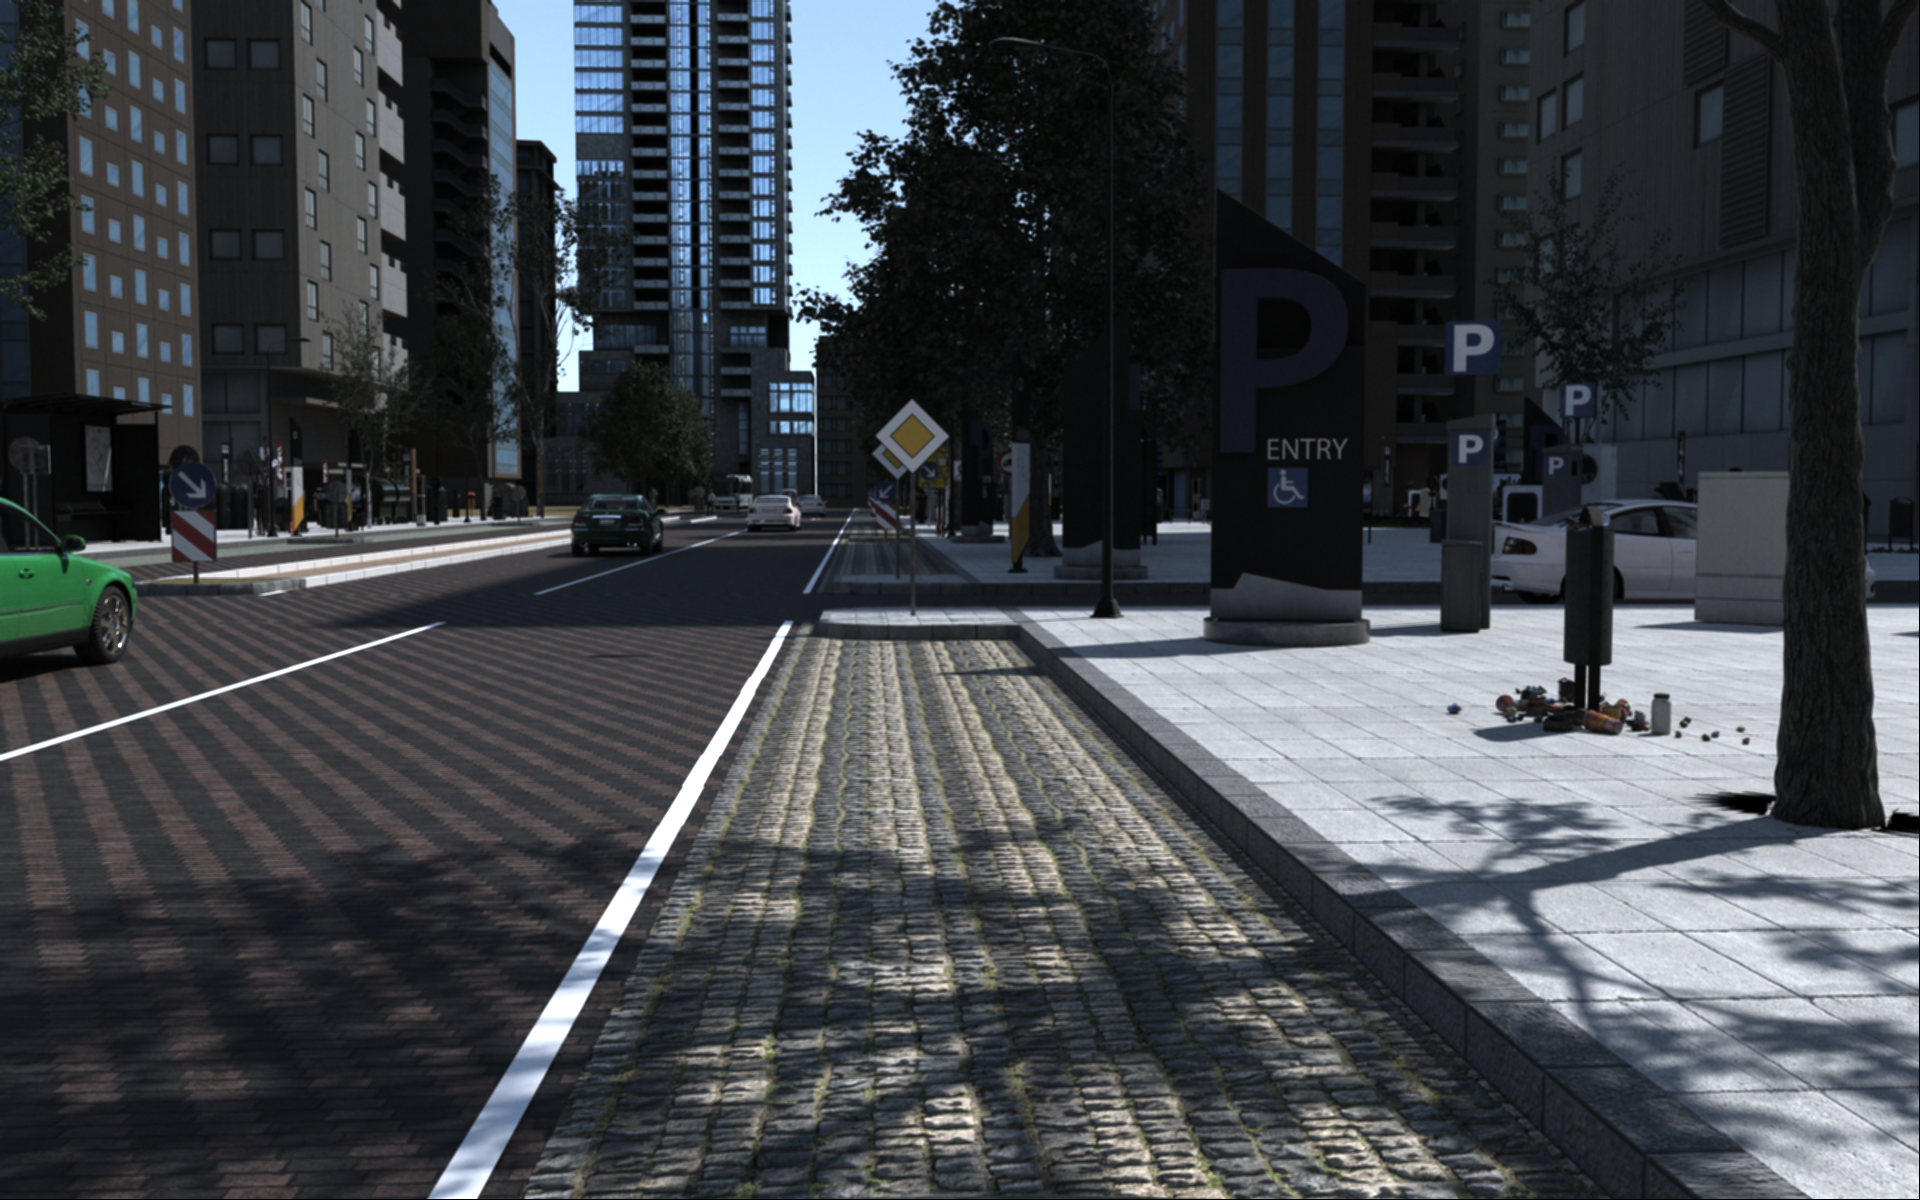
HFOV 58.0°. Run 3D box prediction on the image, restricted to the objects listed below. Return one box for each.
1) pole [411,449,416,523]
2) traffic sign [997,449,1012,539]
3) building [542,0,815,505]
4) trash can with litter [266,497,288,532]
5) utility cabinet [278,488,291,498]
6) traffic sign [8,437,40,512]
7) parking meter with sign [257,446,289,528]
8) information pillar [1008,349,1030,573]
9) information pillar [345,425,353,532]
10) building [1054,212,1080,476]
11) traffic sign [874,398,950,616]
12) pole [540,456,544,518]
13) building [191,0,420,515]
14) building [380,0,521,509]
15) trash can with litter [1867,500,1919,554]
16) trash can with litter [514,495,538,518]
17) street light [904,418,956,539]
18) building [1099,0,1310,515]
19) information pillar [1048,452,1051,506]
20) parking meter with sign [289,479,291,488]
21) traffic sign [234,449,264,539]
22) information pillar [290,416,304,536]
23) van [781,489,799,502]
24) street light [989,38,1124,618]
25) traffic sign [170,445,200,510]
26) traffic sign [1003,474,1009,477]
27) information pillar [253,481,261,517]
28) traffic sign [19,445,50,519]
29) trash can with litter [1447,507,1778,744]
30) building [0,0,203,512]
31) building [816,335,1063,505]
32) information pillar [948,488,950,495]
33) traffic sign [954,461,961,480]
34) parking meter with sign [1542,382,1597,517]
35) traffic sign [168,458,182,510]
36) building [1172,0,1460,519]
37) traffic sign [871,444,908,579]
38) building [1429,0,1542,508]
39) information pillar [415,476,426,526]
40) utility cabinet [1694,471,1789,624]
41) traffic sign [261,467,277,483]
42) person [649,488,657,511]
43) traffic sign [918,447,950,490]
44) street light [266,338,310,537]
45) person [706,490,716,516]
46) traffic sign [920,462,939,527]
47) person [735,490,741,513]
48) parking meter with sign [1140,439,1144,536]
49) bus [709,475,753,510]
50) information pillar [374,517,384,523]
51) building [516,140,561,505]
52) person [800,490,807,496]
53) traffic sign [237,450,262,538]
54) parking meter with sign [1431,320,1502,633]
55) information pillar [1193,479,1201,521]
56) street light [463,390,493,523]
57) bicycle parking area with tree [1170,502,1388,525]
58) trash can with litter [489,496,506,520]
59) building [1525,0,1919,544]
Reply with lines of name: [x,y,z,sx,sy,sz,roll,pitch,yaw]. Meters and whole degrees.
pole: [-24.521,-5.133,77.773,0.158,3.312,0.155,0,3,0]
traffic sign: [1.431,-2.999,49.139,0.768,2.556,0.104,0,3,0]
building: [-33.122,-54.672,206.562,31.000,86.520,22.319,0,4,-3]
trash can with litter: [-23.022,-2.884,58.541,0.624,1.170,1.055,0,4,6]
utility cabinet: [-35.716,-5.060,91.416,1.173,1.500,0.318,-2,4,-32]
traffic sign: [-20.935,-2.368,38.821,0.768,2.556,0.104,0,4,-2]
parking meter with sign: [-25.434,-4.144,64.012,0.543,3.016,1.738,-1,4,-8]
information pillar: [0.983,-2.257,28.249,0.183,3.616,0.504,2,4,30]
information pillar: [-20.728,-4.122,58.746,0.183,3.616,0.504,-2,4,-28]
building: [25.504,-38.233,214.347,27.495,52.752,28.713,0,4,-3]
traffic sign: [-0.500,-0.890,18.194,0.795,2.450,0.064,0,4,-3]
pole: [-22.438,-6.060,92.916,0.158,3.312,0.155,0,3,0]
building: [-52.275,-31.943,111.507,28.713,52.752,27.495,0,4,-3]
building: [-47.770,-30.800,153.697,14.200,45.320,14.600,0,4,-3]
trash can with litter: [20.429,-1.655,38.120,1.678,1.210,2.233,-2,4,-26]
trash can with litter: [-23.948,-5.117,94.720,1.678,1.210,2.233,0,4,0]
street light: [-0.772,-4.711,49.564,1.470,5.913,1.316,0,4,-3]
building: [16.780,-29.306,129.264,14.600,45.320,14.200,0,4,-3]
information pillar: [3.497,-4.910,71.635,0.504,3.616,0.183,1,4,18]
parking meter with sign: [-32.991,-5.436,85.144,1.738,3.016,0.543,1,4,16]
traffic sign: [-20.329,-3.028,49.508,0.884,2.594,0.081,0,4,4]
information pillar: [-20.129,-3.743,52.551,0.183,3.616,0.504,1,4,13]
van: [-15.573,-9.264,158.485,2.013,2.044,4.112,0,4,-3]
street light: [0.992,-2.771,17.841,1.470,5.913,1.316,0,4,-3]
traffic sign: [-20.215,-2.757,45.180,0.768,2.556,0.104,0,4,0]
traffic sign: [1.537,-3.172,51.965,0.768,2.556,0.104,0,4,2]
information pillar: [-38.689,-5.556,95.327,0.304,2.012,0.304,1,4,19]
traffic sign: [-19.356,-2.087,36.257,0.606,2.300,0.079,0,4,-2]
trash can with litter: [3.695,0.062,10.038,1.678,1.210,2.233,1,4,12]
building: [-45.286,-26.298,80.083,14.600,45.320,14.200,0,4,-3]
building: [-2.807,-22.494,212.812,28.899,21.520,27.650,0,4,-3]
information pillar: [-0.370,-5.518,81.575,0.504,3.616,0.183,1,4,10]
traffic sign: [0.108,-3.108,52.943,0.606,2.300,0.079,0,4,-2]
parking meter with sign: [9.209,-1.853,26.563,0.543,3.016,1.738,3,4,36]
traffic sign: [-23.793,-3.225,52.828,0.768,2.556,0.104,0,4,6]
building: [17.941,-27.197,94.783,14.600,45.320,14.200,0,4,-3]
traffic sign: [-0.943,-1.378,26.167,0.795,2.450,0.064,0,4,-3]
building: [52.990,-32.518,155.377,21.600,48.544,21.300,0,4,-3]
information pillar: [-21.402,-3.930,68.740,0.304,2.012,0.304,0,4,-1]
utility cabinet: [7.892,-0.510,17.018,1.173,1.500,0.318,3,5,40]
traffic sign: [-26.389,-3.917,66.169,0.606,2.300,0.079,0,4,6]
person: [-17.462,-5.466,98.113,0.529,1.795,0.600,-3,4,-36]
traffic sign: [-0.652,-4.913,74.199,2.265,3.308,0.079,0,4,1]
street light: [-19.973,-4.830,51.517,1.470,5.913,1.316,0,4,-3]
person: [-16.595,-6.464,115.121,0.436,1.711,0.756,-3,5,-42]
traffic sign: [-1.202,-4.156,68.057,0.768,2.556,0.104,0,4,2]
person: [-16.578,-7.370,129.930,0.436,1.711,0.756,2,4,26]
parking meter with sign: [5.513,-3.507,53.604,0.543,3.016,1.738,1,4,9]
bus: [-21.485,-10.303,163.308,2.948,3.499,13.247,0,4,-1]
information pillar: [-25.992,-4.464,77.473,0.304,2.012,0.304,1,4,21]
building: [-63.210,-33.789,207.068,28.867,44.769,22.147,0,4,-3]
person: [-15.083,-9.695,167.044,1.348,1.821,0.705,1,4,23]
traffic sign: [-20.663,-3.074,50.373,0.768,2.556,0.104,0,4,5]
parking meter with sign: [4.915,-1.253,16.750,0.543,3.016,1.738,1,4,18]
information pillar: [11.264,-4.767,82.436,0.304,2.012,0.304,2,4,27]
street light: [-21.526,-6.415,77.421,1.470,5.913,1.316,0,4,-3]
bicycle parking area with tree: [13.479,-5.283,73.384,8.231,4.147,9.016,0,4,-6]
trash can with litter: [-22.747,-4.521,85.311,0.624,1.170,1.055,0,4,3]
building: [35.879,-28.453,54.440,27.495,52.752,28.713,0,4,-3]
